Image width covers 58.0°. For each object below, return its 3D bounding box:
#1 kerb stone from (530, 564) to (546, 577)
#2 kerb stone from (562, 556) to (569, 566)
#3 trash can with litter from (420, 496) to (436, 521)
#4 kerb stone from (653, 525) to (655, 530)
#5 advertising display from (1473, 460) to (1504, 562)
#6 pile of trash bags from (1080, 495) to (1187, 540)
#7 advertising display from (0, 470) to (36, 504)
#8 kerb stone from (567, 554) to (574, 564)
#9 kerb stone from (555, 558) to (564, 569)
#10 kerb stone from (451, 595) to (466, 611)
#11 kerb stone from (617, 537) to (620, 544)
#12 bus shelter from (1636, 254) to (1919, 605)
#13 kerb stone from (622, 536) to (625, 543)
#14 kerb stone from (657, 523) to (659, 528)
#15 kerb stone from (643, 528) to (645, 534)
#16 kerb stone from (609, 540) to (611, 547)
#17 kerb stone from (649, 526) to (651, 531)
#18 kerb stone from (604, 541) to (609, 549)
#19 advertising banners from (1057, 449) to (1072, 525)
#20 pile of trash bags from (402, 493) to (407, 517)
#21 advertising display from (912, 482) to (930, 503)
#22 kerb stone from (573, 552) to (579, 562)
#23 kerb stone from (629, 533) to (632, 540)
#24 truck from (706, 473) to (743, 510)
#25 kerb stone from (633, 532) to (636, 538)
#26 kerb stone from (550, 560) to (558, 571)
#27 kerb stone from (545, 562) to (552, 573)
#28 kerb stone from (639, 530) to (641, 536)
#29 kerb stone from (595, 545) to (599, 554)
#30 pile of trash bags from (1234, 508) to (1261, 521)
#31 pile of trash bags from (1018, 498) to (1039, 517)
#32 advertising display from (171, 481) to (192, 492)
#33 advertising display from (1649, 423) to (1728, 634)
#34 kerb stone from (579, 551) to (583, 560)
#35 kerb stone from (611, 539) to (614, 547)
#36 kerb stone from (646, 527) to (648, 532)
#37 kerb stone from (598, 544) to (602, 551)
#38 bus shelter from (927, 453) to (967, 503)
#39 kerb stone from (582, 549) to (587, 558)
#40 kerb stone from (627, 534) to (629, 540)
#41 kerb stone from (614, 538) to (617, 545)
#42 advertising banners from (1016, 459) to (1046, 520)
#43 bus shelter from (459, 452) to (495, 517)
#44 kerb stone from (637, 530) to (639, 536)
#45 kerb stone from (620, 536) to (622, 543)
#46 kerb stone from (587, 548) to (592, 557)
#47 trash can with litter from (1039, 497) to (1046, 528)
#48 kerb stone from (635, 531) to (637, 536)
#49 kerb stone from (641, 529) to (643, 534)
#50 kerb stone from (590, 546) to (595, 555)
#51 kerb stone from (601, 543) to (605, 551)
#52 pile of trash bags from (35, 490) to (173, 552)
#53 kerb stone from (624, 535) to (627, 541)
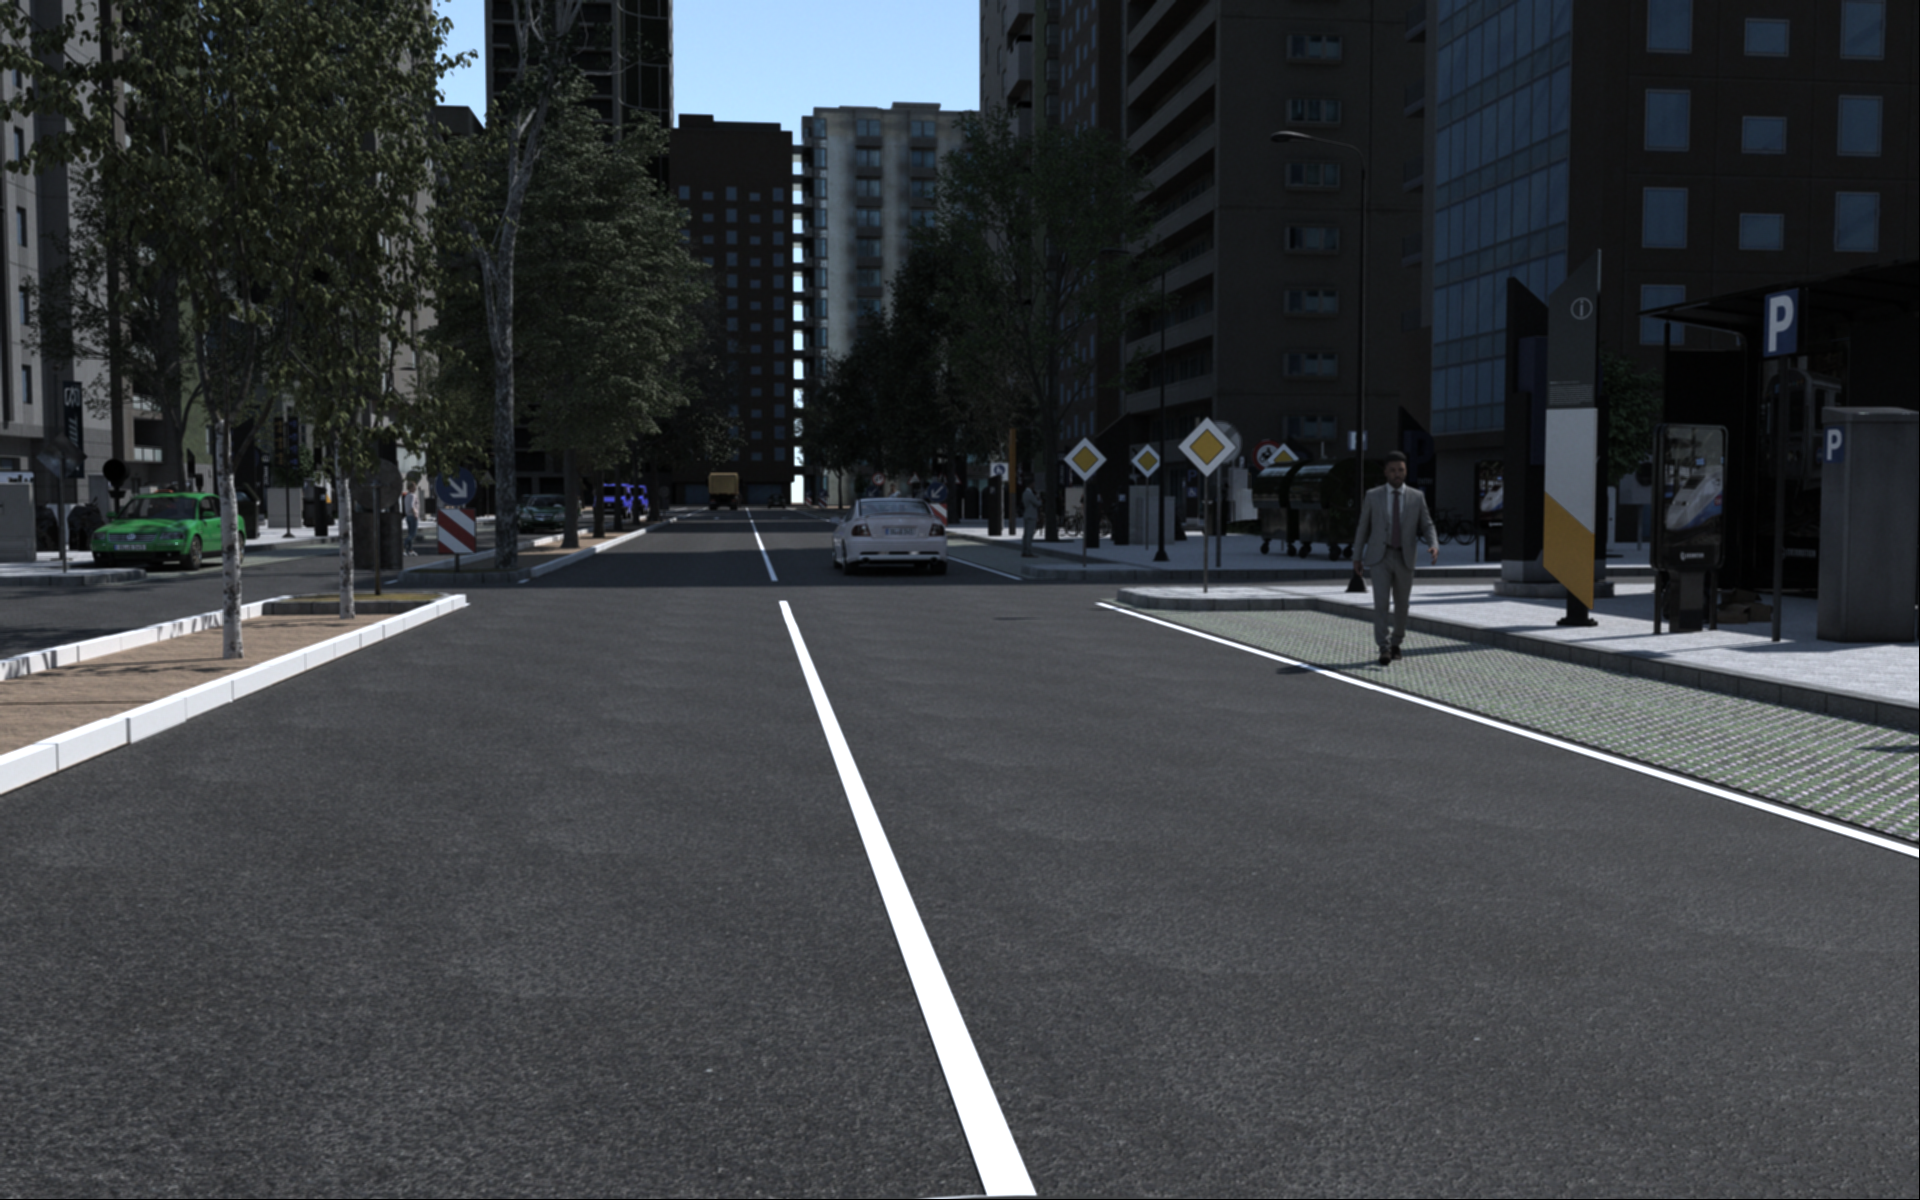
[{"bbox_3d":[-7.398,-0.494,30.266,0.120,0.150,1.000,0,4,-7],"label":"kerb stone"},{"bbox_3d":[-7.916,-0.742,34.323,0.120,0.150,1.000,0,4,-7],"label":"kerb stone"},{"bbox_3d":[-24.692,-4.341,82.036,2.233,1.210,1.678,-1,4,-9],"label":"trash can with litter"},{"bbox_3d":[-12.145,-2.795,67.899,0.120,0.150,1.000,0,4,-7],"label":"kerb stone"},{"bbox_3d":[10.104,-1.685,32.769,0.974,1.923,0.123,-2,4,-31],"label":"advertising display"},{"bbox_3d":[4.716,-2.365,48.428,1.912,1.369,3.447,-3,5,-45],"label":"pile of trash bags"},{"bbox_3d":[-25.466,-2.539,46.720,0.974,1.923,0.123,-2,4,-34],"label":"advertising display"},{"bbox_3d":[-8.035,-0.804,35.342,0.120,0.150,1.000,0,4,-7],"label":"kerb stone"},{"bbox_3d":[-7.781,-0.680,33.310,0.120,0.150,1.000,0,4,-7],"label":"kerb stone"},{"bbox_3d":[-6.302,0.037,21.599,0.120,0.150,1.000,0,4,-7],"label":"kerb stone"},{"bbox_3d":[-9.712,-1.613,48.566,0.120,0.150,1.000,0,4,-7],"label":"kerb stone"},{"bbox_3d":[9.962,-1.727,19.514,1.731,3.624,6.357,0,4,-7],"label":"bus shelter"},{"bbox_3d":[-9.969,-1.738,50.607,0.120,0.150,1.000,0,4,-7],"label":"kerb stone"},{"bbox_3d":[-12.535,-2.979,70.947,0.120,0.150,1.000,0,4,-7],"label":"kerb stone"},{"bbox_3d":[-11.249,-2.359,60.783,0.120,0.150,1.000,0,4,-7],"label":"kerb stone"},{"bbox_3d":[-9.325,-1.423,45.517,0.120,0.150,1.000,0,4,-7],"label":"kerb stone"},{"bbox_3d":[-11.766,-2.609,64.845,0.120,0.150,1.000,0,4,-7],"label":"kerb stone"},{"bbox_3d":[-9.190,-1.364,44.494,0.120,0.150,1.000,0,4,-7],"label":"kerb stone"},{"bbox_3d":[4.088,-4.338,67.107,0.090,3.025,2.074,1,4,20],"label":"advertising banners"},{"bbox_3d":[-31.519,-5.361,97.404,1.912,1.369,3.447,0,4,-7],"label":"pile of trash bags"},{"bbox_3d":[-2.054,-5.287,91.655,0.974,1.923,0.123,-2,4,-23],"label":"advertising display"},{"bbox_3d":[-8.165,-0.865,36.363,0.120,0.150,1.000,0,4,-7],"label":"kerb stone"},{"bbox_3d":[-10.352,-1.925,53.674,0.120,0.150,1.000,0,4,-7],"label":"kerb stone"},{"bbox_3d":[-21.601,-9.941,158.454,3.469,3.379,9.791,0,4,-7],"label":"truck"},{"bbox_3d":[-10.607,-2.049,55.704,0.120,0.150,1.000,0,4,-7],"label":"kerb stone"},{"bbox_3d":[-7.653,-0.613,32.296,0.120,0.150,1.000,0,4,-7],"label":"kerb stone"},{"bbox_3d":[-7.533,-0.553,31.280,0.120,0.150,1.000,0,4,-7],"label":"kerb stone"},{"bbox_3d":[-11.001,-2.236,58.750,0.120,0.150,1.000,0,4,-7],"label":"kerb stone"},{"bbox_3d":[-8.807,-1.177,41.434,0.120,0.150,1.000,0,4,-7],"label":"kerb stone"},{"bbox_3d":[10.891,-3.415,65.583,3.447,1.369,1.912,-1,4,-19],"label":"pile of trash bags"},{"bbox_3d":[4.854,-5.327,96.841,3.447,1.369,1.912,1,4,14],"label":"pile of trash bags"},{"bbox_3d":[-38.700,-4.949,86.126,0.974,1.923,0.123,0,4,-4],"label":"advertising display"},{"bbox_3d":[6.754,-0.663,16.058,0.974,1.923,0.123,-2,4,-33],"label":"advertising display"},{"bbox_3d":[-8.296,-0.929,37.377,0.120,0.150,1.000,0,4,-7],"label":"kerb stone"},{"bbox_3d":[-9.455,-1.488,46.531,0.120,0.150,1.000,0,4,-7],"label":"kerb stone"},{"bbox_3d":[-11.510,-2.484,62.812,0.120,0.150,1.000,0,4,-7],"label":"kerb stone"},{"bbox_3d":[-8.937,-1.239,42.457,0.120,0.150,1.000,0,4,-7],"label":"kerb stone"},{"bbox_3d":[-0.763,-6.752,101.685,1.731,3.624,6.357,0,4,-7],"label":"bus shelter"},{"bbox_3d":[-8.421,-0.989,38.392,0.120,0.150,1.000,0,4,-7],"label":"kerb stone"},{"bbox_3d":[-10.230,-1.863,52.659,0.120,0.150,1.000,0,4,-7],"label":"kerb stone"},{"bbox_3d":[-9.587,-1.551,47.552,0.120,0.150,1.000,0,4,-7],"label":"kerb stone"},{"bbox_3d":[3.569,-5.478,85.755,2.074,3.025,0.090,-2,4,-33],"label":"advertising banners"},{"bbox_3d":[-27.501,-6.639,99.825,1.731,3.624,6.357,0,4,-7],"label":"bus shelter"},{"bbox_3d":[-10.875,-2.174,57.735,0.120,0.150,1.000,0,4,-7],"label":"kerb stone"},{"bbox_3d":[-9.843,-1.674,49.593,0.120,0.150,1.000,0,4,-7],"label":"kerb stone"},{"bbox_3d":[-8.545,-1.053,39.406,0.120,0.150,1.000,0,4,-7],"label":"kerb stone"},{"bbox_3d":[3.171,-3.276,64.945,0.624,1.170,1.055,0,4,5],"label":"trash can with litter"},{"bbox_3d":[-10.742,-2.112,56.721,0.120,0.150,1.000,0,4,-7],"label":"kerb stone"},{"bbox_3d":[-11.121,-2.296,59.765,0.120,0.150,1.000,0,4,-7],"label":"kerb stone"},{"bbox_3d":[-8.678,-1.115,40.420,0.120,0.150,1.000,0,4,-7],"label":"kerb stone"},{"bbox_3d":[-9.070,-1.302,43.479,0.120,0.150,1.000,0,4,-7],"label":"kerb stone"},{"bbox_3d":[-19.639,-1.814,39.409,3.447,1.369,1.912,-1,4,-22],"label":"pile of trash bags"},{"bbox_3d":[-10.090,-1.799,51.626,0.120,0.150,1.000,0,4,-7],"label":"kerb stone"}]
